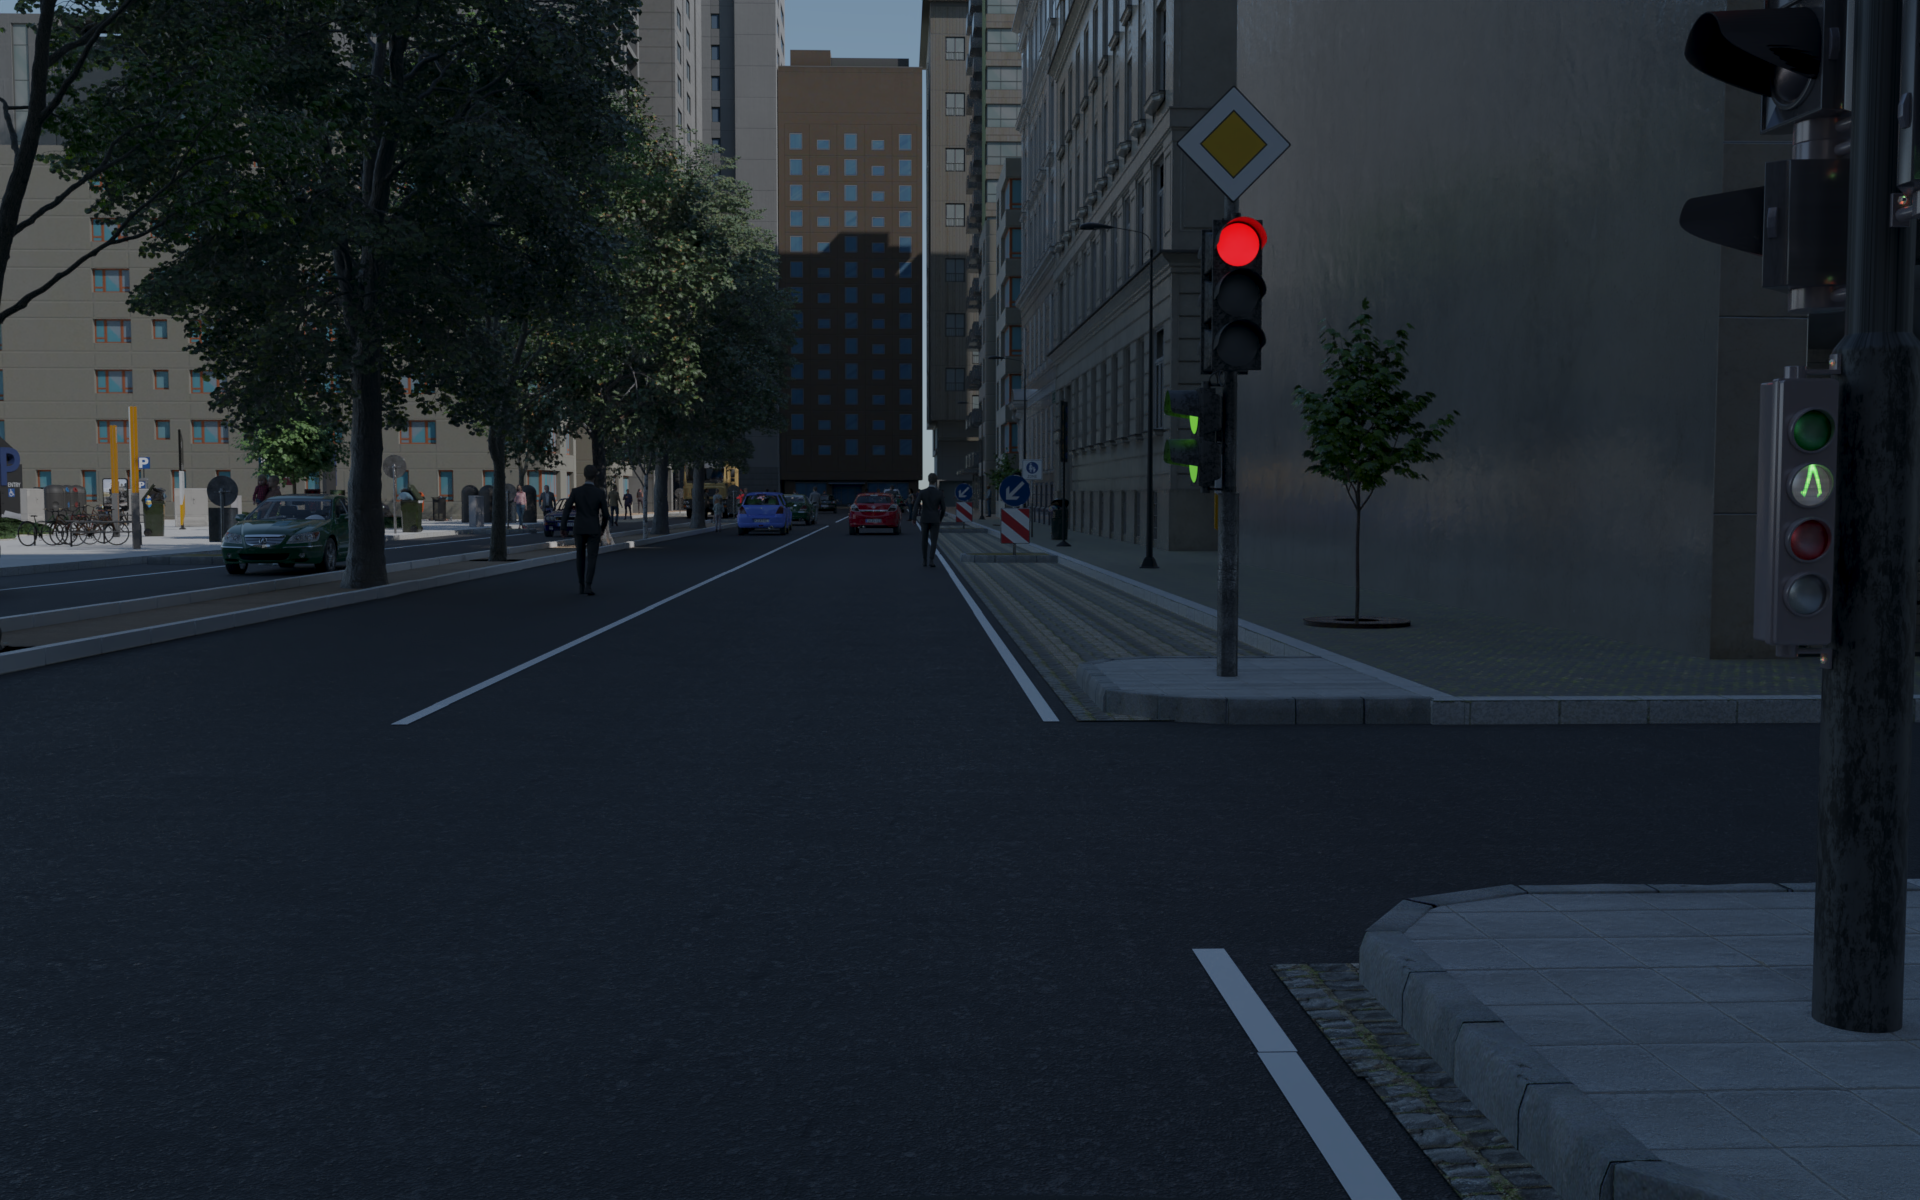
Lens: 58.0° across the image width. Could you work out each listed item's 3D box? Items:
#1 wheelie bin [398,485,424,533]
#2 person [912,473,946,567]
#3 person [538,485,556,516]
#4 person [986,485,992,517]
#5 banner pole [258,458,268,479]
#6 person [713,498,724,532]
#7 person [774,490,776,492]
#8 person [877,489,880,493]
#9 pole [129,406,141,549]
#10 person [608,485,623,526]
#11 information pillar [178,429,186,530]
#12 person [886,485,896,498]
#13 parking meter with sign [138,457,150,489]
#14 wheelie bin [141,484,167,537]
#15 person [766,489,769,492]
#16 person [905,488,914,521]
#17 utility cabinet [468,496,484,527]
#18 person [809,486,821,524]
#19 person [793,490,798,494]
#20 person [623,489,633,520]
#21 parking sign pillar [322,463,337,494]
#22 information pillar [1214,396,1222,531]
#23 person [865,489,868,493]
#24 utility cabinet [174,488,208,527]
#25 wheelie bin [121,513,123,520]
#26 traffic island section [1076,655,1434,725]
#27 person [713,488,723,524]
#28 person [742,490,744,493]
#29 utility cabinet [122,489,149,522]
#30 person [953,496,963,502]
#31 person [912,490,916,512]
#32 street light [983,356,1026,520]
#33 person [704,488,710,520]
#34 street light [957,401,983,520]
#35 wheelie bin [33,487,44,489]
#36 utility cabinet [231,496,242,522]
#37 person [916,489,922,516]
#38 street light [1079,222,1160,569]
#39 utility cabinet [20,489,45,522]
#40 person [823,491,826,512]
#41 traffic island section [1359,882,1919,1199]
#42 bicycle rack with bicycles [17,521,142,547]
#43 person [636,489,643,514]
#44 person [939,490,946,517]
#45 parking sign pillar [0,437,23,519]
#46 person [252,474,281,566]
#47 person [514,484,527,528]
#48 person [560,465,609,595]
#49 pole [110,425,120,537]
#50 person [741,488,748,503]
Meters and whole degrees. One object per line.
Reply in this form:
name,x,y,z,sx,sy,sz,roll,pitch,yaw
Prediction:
wheelie bin,-18.370,-3.060,57.934,0.693,1.594,0.980,0,4,-1
person,-0.600,-1.581,34.129,0.659,1.850,0.755,0,4,2
person,-15.663,-3.482,65.828,0.661,1.777,0.834,-1,4,-22
person,1.588,-5.539,96.694,0.705,1.814,1.350,0,4,3
banner pole,-24.276,-4.321,60.660,0.401,3.779,0.863,1,4,21
person,-9.032,-3.179,64.758,0.425,1.301,0.394,-1,4,-15
person,-16.849,-9.121,157.613,1.348,1.826,0.705,-2,4,-23
person,-5.612,-6.787,119.609,0.705,1.807,1.348,0,4,-1
pole,-19.258,-2.848,40.409,0.158,3.312,0.155,0,3,0
person,-15.376,-4.207,77.189,0.656,1.842,0.836,-1,4,-19
information pillar,-28.124,-4.356,62.583,0.183,3.616,0.504,-1,4,-14
person,-3.335,-4.501,81.902,0.655,1.846,0.447,-2,4,-25
parking meter with sign,-38.128,-5.166,80.728,0.543,3.016,1.738,-1,4,-18
wheelie bin,-24.417,-2.727,52.496,0.693,1.594,0.980,-1,4,-22
person,-13.418,-6.859,120.655,1.348,1.822,0.705,-1,4,-12
person,-2.704,-5.069,92.106,0.721,1.735,1.217,-1,4,-20
utility cabinet,-18.880,-3.455,67.651,0.306,1.237,1.020,0,4,2
person,-7.104,-4.630,84.399,0.606,1.804,0.583,-2,4,-28
person,-13.284,-7.953,139.333,0.445,1.727,0.742,0,4,5
person,-18.484,-5.316,96.337,0.541,1.710,0.530,0,4,1
parking sign pillar,-28.250,-5.448,77.550,1.447,3.967,1.447,-2,4,-27
information pillar,5.588,-2.745,36.239,0.504,3.616,0.183,0,4,-1
person,-8.040,-8.644,149.456,1.348,1.869,0.705,-2,4,-30
utility cabinet,-29.841,-3.581,67.234,1.173,1.500,0.318,-2,4,-27
wheelie bin,-41.242,-4.742,85.437,0.980,1.594,0.693,3,5,40
traffic island section,1.906,0.615,12.219,2.009,0.180,2.903,0,4,-2
person,-11.557,-4.467,82.547,0.512,1.701,0.522,0,4,1
person,-16.875,-7.627,133.886,1.217,1.739,0.721,2,4,28
utility cabinet,-37.101,-4.244,78.064,1.173,1.500,0.318,0,4,-5
person,0.114,-7.080,122.517,1.217,1.736,0.721,-1,4,-20
person,-3.606,-7.773,136.386,0.742,1.727,0.445,-3,5,-39
street light,1.642,-5.248,58.348,1.470,5.913,1.316,0,4,-2
person,-12.956,-4.891,89.179,0.721,1.735,1.217,0,4,-6
street light,0.571,-7.001,87.002,1.470,5.913,1.316,0,4,-2
wheelie bin,-41.406,-4.284,77.959,0.980,1.594,0.693,1,4,17
utility cabinet,-30.076,-3.719,71.966,0.306,1.237,1.020,-1,4,-15
person,-2.526,-6.239,110.963,0.568,1.767,0.683,1,4,11
street light,2.740,-3.503,29.809,1.470,5.913,1.316,0,4,-2
utility cabinet,-37.746,-3.781,70.504,0.318,1.500,1.173,0,4,3
person,-10.893,-7.910,138.740,0.541,1.710,0.530,-3,5,-43
traffic island section,2.196,1.104,4.239,2.009,0.180,2.903,0,4,-2
bicycle rack with bicycles,-21.996,-1.825,43.223,2.852,0.926,2.925,3,4,37
person,-20.897,-6.480,113.465,0.593,1.643,0.415,-3,4,-36
person,-1.145,-6.146,109.900,0.530,1.710,0.541,0,4,-3
parking sign pillar,-39.693,-5.116,72.116,1.447,3.967,1.447,1,4,13
person,-13.922,-1.614,34.870,0.580,1.828,0.573,0,4,-7
person,-17.633,-3.722,69.362,0.555,1.821,0.388,-3,5,-40
person,-5.312,-1.001,24.651,0.659,1.850,0.755,0,4,-4
pole,-25.088,-3.521,51.414,0.158,3.312,0.155,0,3,0
person,-11.818,-5.268,95.177,0.434,1.755,0.990,-1,4,-8
